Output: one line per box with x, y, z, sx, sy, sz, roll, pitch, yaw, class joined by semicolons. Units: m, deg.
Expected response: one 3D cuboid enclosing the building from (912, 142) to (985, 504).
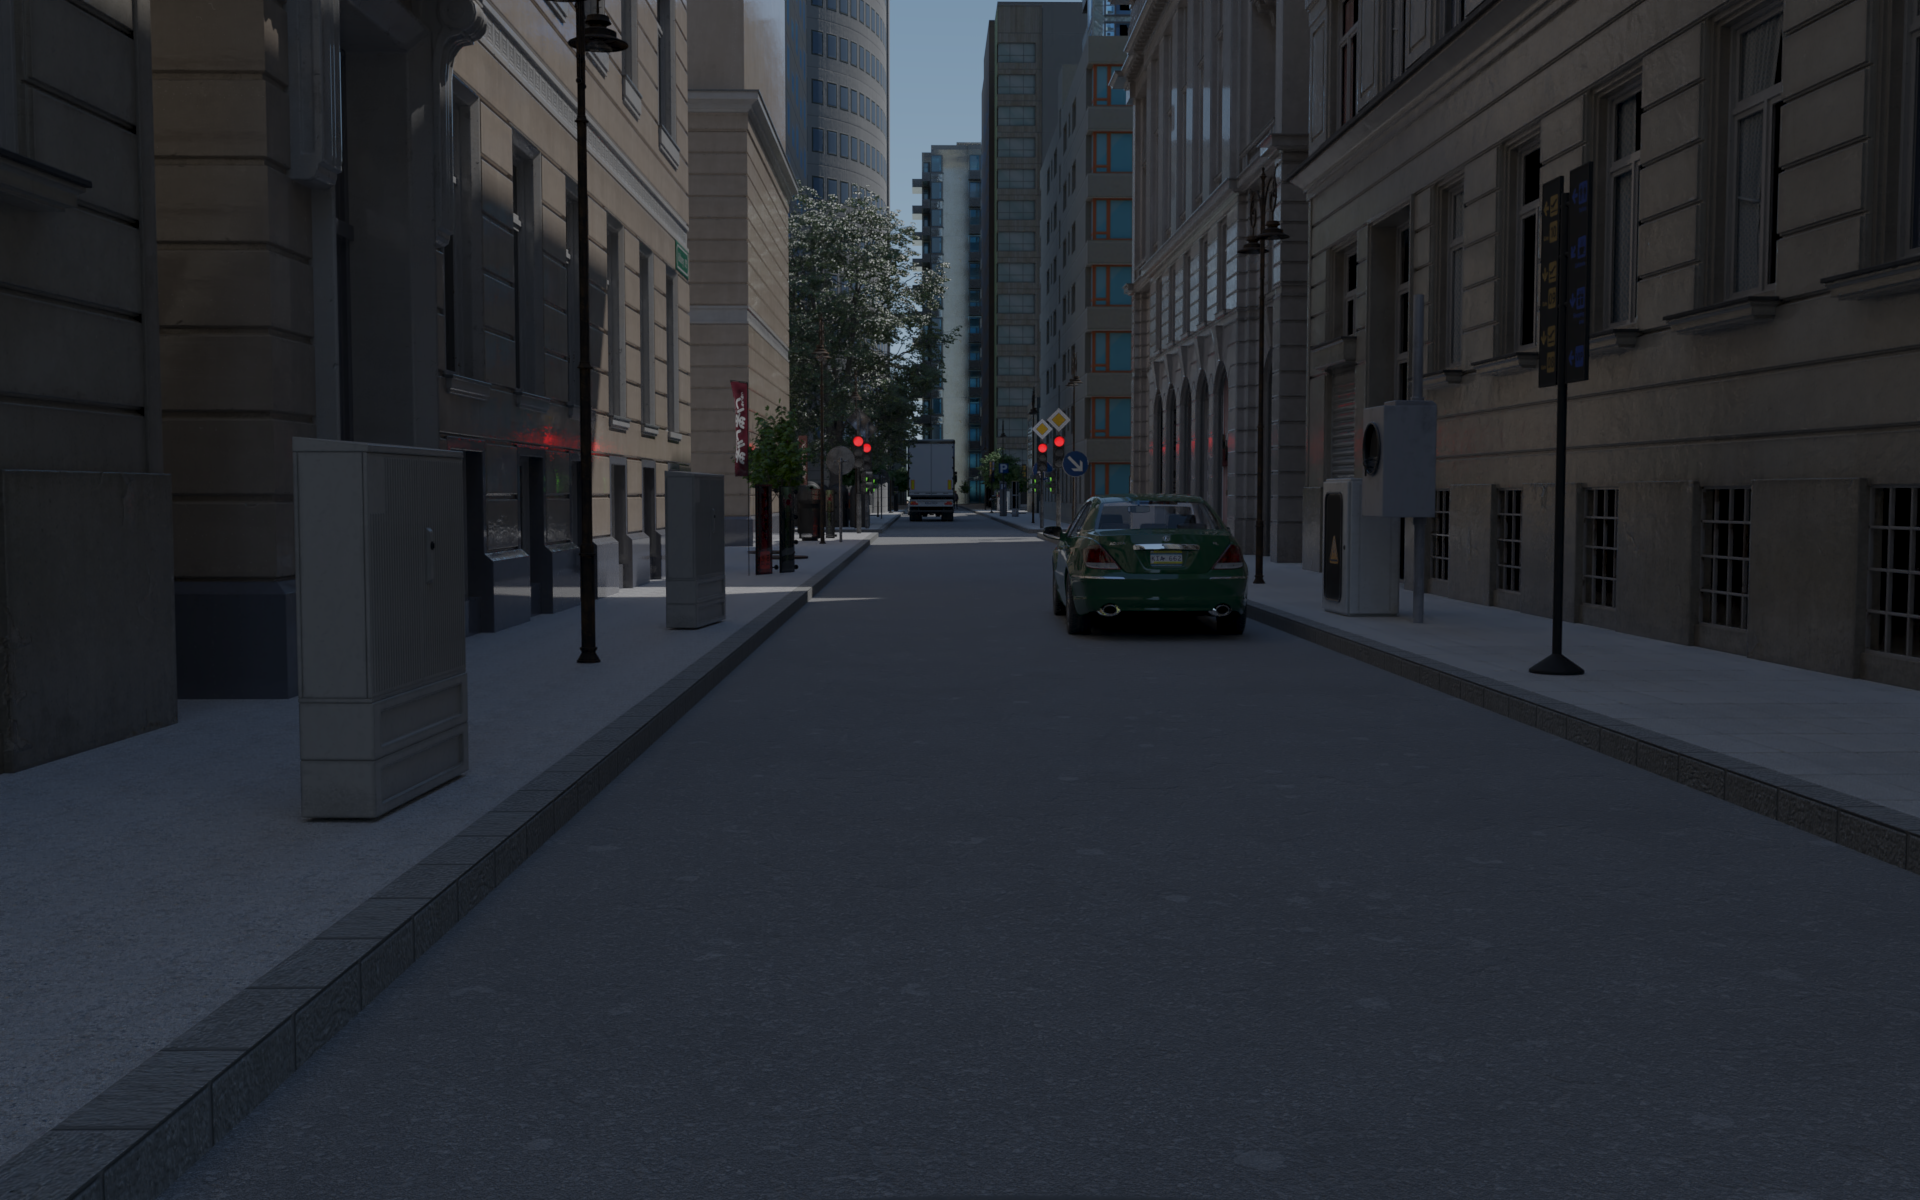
8.783;-37.661;235.370;30.456;49.044;23.786;0;4;-1;building

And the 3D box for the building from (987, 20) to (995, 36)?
9.331;-31.322;162.220;14.600;45.320;14.200;0;4;-1;building

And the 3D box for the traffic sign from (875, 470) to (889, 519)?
-4.067;-5.478;89.678;0.768;2.556;0.104;0;4;7;traffic sign

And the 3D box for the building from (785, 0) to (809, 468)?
-14.859;-26.559;84.348;14.600;45.320;14.200;0;4;-1;building

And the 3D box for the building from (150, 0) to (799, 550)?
-14.908;-16.015;47.745;20.117;28.700;13.634;0;4;-1;building

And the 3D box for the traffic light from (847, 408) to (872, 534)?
-3.270;-4.118;56.252;0.839;4.253;0.868;0;4;-1;traffic light

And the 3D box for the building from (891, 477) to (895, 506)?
-22.955;-29.830;179.605;32.217;40.220;23.993;0;4;-1;building

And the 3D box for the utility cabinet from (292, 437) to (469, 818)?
-2.396;0.085;7.289;0.318;1.500;1.173;0;4;2;utility cabinet

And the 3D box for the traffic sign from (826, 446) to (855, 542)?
-3.174;-2.809;46.038;0.768;2.556;0.104;0;3;0;traffic sign

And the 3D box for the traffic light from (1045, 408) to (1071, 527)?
3.190;-4.127;56.397;0.839;4.253;0.868;0;4;-1;traffic light

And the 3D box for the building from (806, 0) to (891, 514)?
-15.601;-35.296;119.090;21.231;58.520;28.212;0;4;-1;building

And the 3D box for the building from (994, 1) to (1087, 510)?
9.901;-28.419;148.237;14.154;41.232;14.086;0;4;-1;building

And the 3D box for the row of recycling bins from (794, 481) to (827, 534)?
-6.260;-3.023;56.541;3.534;1.692;1.069;0;4;6;row of recycling bins

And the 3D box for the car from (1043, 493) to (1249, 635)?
2.006;-0.445;19.080;2.131;1.459;4.920;0;4;0;car

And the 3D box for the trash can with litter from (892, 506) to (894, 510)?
-5.671;-7.806;139.008;1.055;1.170;0.624;-1;4;-13;trash can with litter

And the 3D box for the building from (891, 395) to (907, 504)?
-22.734;-56.257;232.481;31.000;86.520;22.319;0;4;-1;building

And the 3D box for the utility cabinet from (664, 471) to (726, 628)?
-2.557;-0.500;16.859;0.318;1.500;1.173;0;4;6;utility cabinet

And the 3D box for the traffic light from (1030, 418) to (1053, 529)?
3.031;-4.615;64.380;0.839;4.253;0.868;0;4;-1;traffic light

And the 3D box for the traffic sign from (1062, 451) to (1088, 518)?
3.411;-3.127;51.236;0.768;2.556;0.104;0;4;5;traffic sign

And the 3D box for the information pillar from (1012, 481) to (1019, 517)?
3.123;-5.706;97.777;0.304;2.012;0.304;2;4;28;information pillar

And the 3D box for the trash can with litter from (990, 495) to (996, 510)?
2.878;-7.734;137.844;0.624;1.170;1.055;3;5;39;trash can with litter

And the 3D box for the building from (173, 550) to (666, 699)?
-10.612;-14.289;19.535;13.634;28.700;20.117;0;4;-1;building

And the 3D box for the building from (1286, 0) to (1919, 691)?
13.386;-11.103;14.820;16.112;22.955;30.059;0;4;-1;building

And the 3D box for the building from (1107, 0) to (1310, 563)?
11.527;-12.316;43.173;13.314;21.916;24.055;0;4;-1;building

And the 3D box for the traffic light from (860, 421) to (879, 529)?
-3.429;-4.606;64.236;0.839;4.253;0.868;0;4;-1;traffic light

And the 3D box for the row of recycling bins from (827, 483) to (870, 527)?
-5.054;-3.688;67.411;3.534;1.692;1.069;2;4;30;row of recycling bins

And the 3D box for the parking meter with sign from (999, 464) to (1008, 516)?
2.513;-6.332;99.787;0.543;3.016;1.738;0;4;2;parking meter with sign

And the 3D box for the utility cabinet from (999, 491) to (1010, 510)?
3.495;-7.995;139.393;0.318;1.500;1.173;3;5;42;utility cabinet

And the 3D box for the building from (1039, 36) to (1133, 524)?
19.012;-14.355;79.743;28.899;21.520;27.650;0;4;-1;building

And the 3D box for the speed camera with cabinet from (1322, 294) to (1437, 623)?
4.316;-1.444;17.947;0.660;3.252;2.038;0;4;-4;speed camera with cabinet

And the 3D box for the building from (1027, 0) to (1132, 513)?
16.357;-48.647;108.054;22.319;86.520;31.000;0;4;-1;building

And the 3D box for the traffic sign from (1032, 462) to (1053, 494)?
3.135;-4.014;65.727;0.768;2.556;0.104;0;4;7;traffic sign
